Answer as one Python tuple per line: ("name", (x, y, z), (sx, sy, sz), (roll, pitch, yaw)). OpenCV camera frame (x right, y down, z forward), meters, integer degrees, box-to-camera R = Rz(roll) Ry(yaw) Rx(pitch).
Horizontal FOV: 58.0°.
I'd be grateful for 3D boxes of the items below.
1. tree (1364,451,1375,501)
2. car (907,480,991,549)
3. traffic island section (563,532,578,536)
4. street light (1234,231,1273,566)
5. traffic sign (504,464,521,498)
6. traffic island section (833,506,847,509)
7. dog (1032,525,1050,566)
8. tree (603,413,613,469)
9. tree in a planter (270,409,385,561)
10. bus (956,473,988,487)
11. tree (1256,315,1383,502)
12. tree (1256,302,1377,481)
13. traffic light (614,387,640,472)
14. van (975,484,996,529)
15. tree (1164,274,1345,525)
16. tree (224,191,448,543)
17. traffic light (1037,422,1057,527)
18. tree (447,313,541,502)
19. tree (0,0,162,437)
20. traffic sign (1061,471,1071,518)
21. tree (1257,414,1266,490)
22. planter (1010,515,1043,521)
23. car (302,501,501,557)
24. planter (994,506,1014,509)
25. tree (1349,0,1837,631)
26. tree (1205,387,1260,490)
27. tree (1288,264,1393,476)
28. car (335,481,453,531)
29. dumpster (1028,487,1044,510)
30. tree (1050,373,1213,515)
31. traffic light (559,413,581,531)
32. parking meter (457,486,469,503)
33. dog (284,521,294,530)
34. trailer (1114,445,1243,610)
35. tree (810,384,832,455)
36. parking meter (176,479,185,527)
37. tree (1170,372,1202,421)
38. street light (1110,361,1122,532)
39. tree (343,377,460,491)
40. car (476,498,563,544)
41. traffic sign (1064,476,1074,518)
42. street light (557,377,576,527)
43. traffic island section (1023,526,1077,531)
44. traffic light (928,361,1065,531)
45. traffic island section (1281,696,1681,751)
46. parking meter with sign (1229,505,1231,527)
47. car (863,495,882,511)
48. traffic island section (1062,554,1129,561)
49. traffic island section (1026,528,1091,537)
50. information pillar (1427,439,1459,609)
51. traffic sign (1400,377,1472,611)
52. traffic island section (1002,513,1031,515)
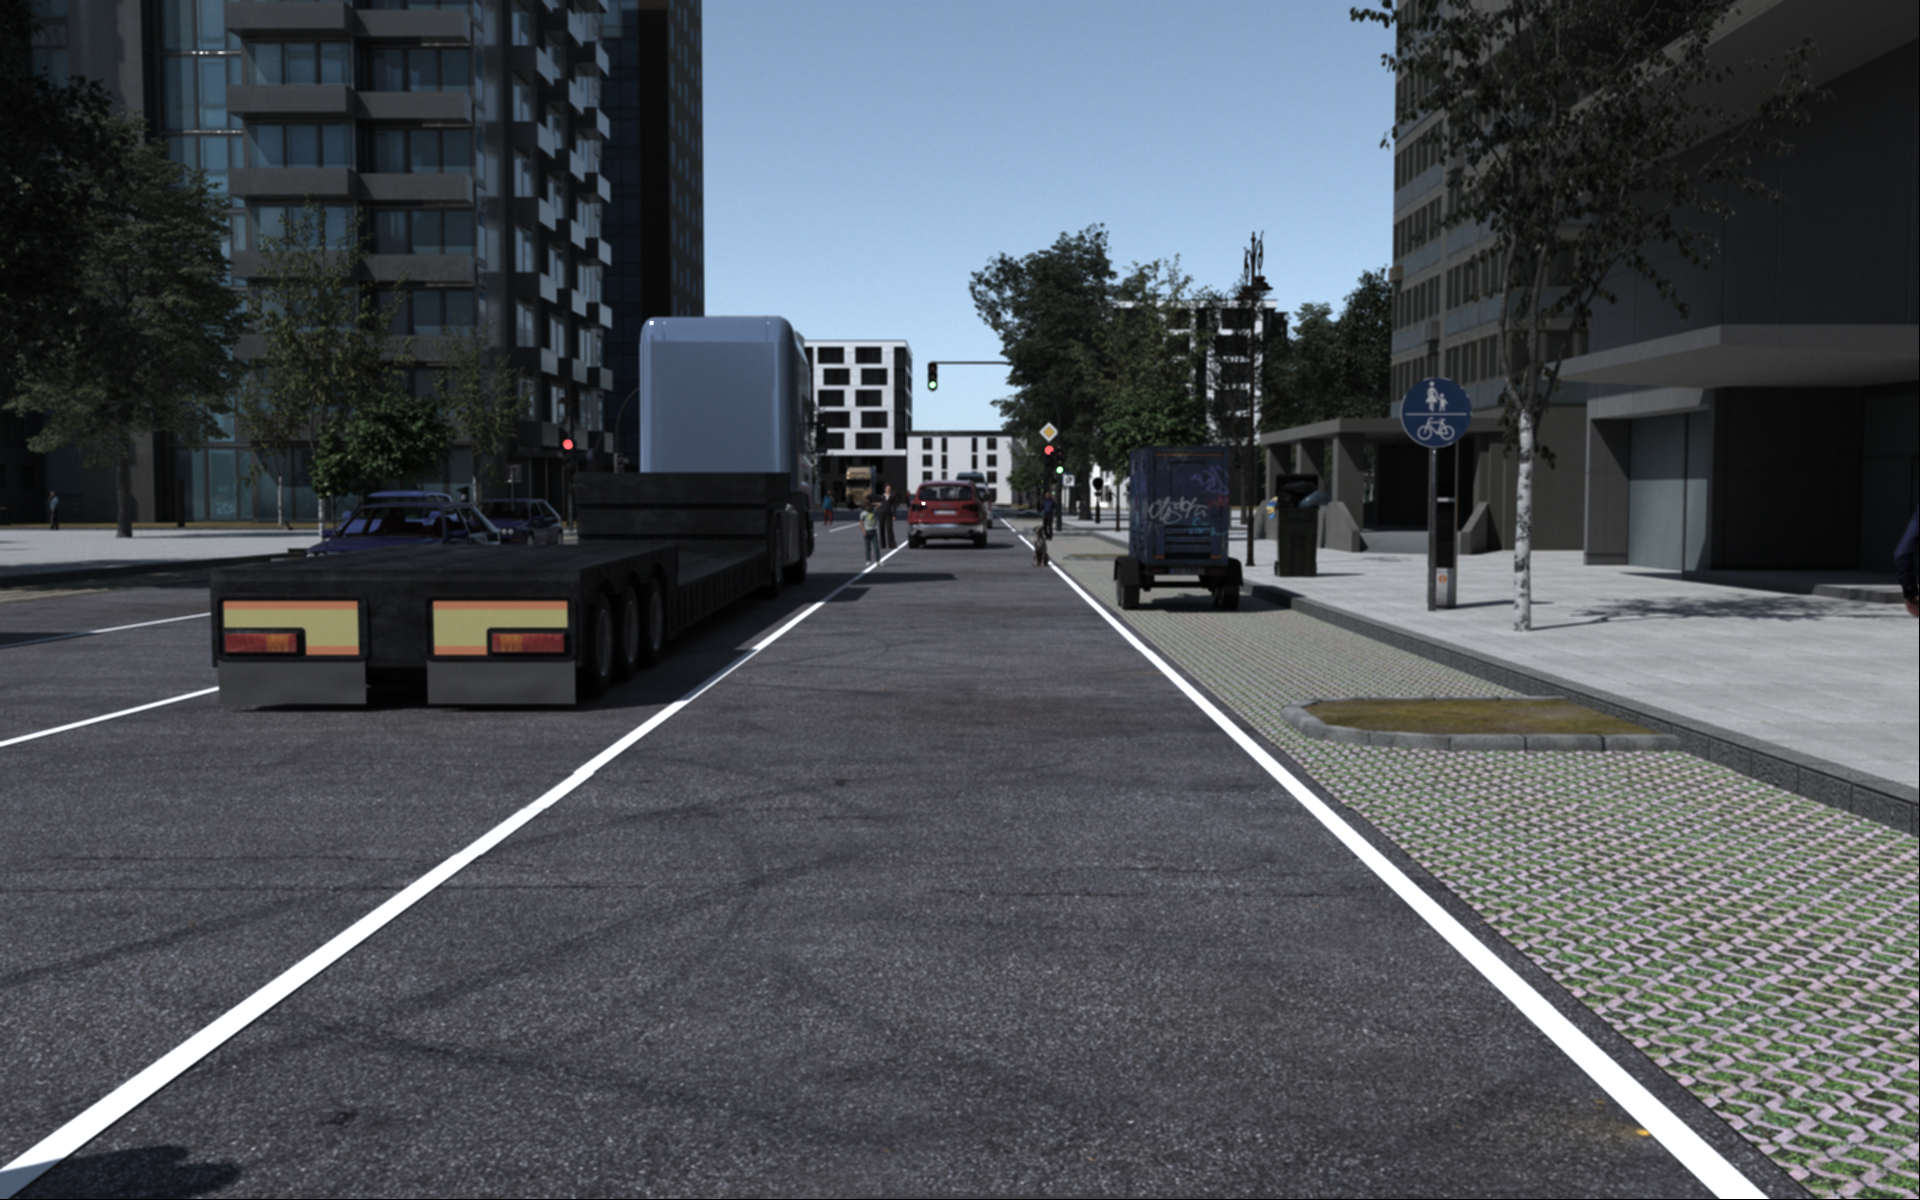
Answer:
("tree", (31.273, -11.108, 131.985), (4.737, 8.622, 4.395), (0, 3, 0))
("car", (-0.302, -2.346, 47.026), (2.281, 1.827, 5.304), (0, 4, 2))
("traffic island section", (-13.440, -2.293, 59.779), (2.009, 0.180, 2.903), (0, 4, 0))
("street light", (5.172, -3.541, 30.691), (0.468, 5.910, 1.993), (0, 4, 0))
("traffic sign", (-15.345, -3.503, 59.401), (0.606, 2.300, 0.079), (0, 4, 8))
("traffic island section", (-12.218, -8.972, 169.564), (1.991, 0.108, 1.994), (0, 4, 0))
("dog", (1.713, -1.083, 34.544), (0.800, 0.831, 0.513), (-3, 5, -39))
("tree", (-23.485, -9.599, 107.307), (4.360, 8.622, 3.978), (0, 3, 0))
("tree in a planter", (-13.307, -2.420, 36.795), (1.991, 3.239, 1.994), (0, 4, 0))
("bus", (1.010, -9.797, 155.048), (2.948, 3.499, 13.247), (0, 4, 1))
("tree", (25.369, -13.036, 119.797), (9.857, 13.997, 8.962), (0, 3, 0))
("tree", (21.284, -11.299, 102.870), (7.486, 12.596, 7.792), (0, 3, 0))
("traffic light", (-11.242, -5.687, 67.646), (4.771, 5.953, 1.251), (0, 4, 0))
("van", (0.499, -3.995, 72.338), (2.013, 2.044, 4.112), (0, 4, 0))
("tree", (12.067, -8.452, 72.609), (8.767, 10.594, 7.601), (1, 4, 23))
("tree", (-15.791, -5.685, 43.310), (4.737, 8.622, 4.395), (0, 3, 0))
("traffic light", (3.446, -4.807, 67.507), (0.839, 4.253, 0.868), (0, 4, 0))
("tree", (-19.750, -7.391, 71.206), (4.737, 8.622, 4.395), (0, 3, 0))
("tree", (-16.968, -6.668, 26.035), (9.611, 12.733, 9.660), (0, 3, 0))
("traffic sign", (5.751, -5.784, 94.682), (0.768, 2.556, 0.104), (0, 4, 6))
("tree", (25.195, -11.494, 138.297), (4.737, 8.622, 4.395), (0, 3, 0))
("planter", (3.684, -4.360, 92.420), (1.991, 0.319, 1.994), (0, 4, 0))
("car", (-7.461, -0.663, 23.427), (1.945, 1.354, 3.894), (0, 4, 1))
("planter", (4.325, -9.135, 170.503), (1.991, 0.319, 1.994), (0, 4, 0))
("tree", (5.518, -4.017, 16.038), (4.360, 8.622, 3.978), (0, 3, 0))
("tree", (17.173, -9.805, 110.679), (4.360, 8.622, 3.978), (0, 3, 0))
("tree", (21.278, -10.366, 86.492), (9.611, 12.733, 9.660), (0, 3, 0))
("car", (-10.739, -1.448, 33.262), (1.945, 1.707, 3.694), (0, 4, 2))
("dumpster", (6.211, -8.297, 141.416), (1.264, 1.857, 1.865), (0, 4, 0))
("tree", (5.433, -3.899, 47.466), (4.285, 4.588, 4.351), (0, 3, 0))
("traffic light", (-13.400, -4.326, 59.644), (0.839, 4.253, 0.868), (0, 4, 0))
("parking meter", (-15.267, -2.741, 53.221), (0.372, 1.533, 0.369), (0, 3, 0))
("dog", (-25.456, -2.795, 65.895), (0.748, 0.427, 0.550), (-3, 4, -38))
("trailer", (2.719, -0.935, 22.333), (1.471, 1.999, 3.904), (0, 4, 1))
("tree", (-14.937, -13.718, 134.661), (12.009, 13.543, 11.850), (0, 3, 0))
("parking meter", (-30.330, -3.773, 67.392), (0.255, 1.863, 0.399), (-2, 4, -24))
("tree", (15.340, -13.372, 136.761), (7.486, 12.596, 7.792), (0, 3, 0))
("street light", (5.407, -5.282, 59.142), (0.468, 5.910, 1.993), (0, 4, 0))
("tree", (-15.660, -3.957, 48.407), (4.285, 4.588, 4.351), (0, 3, 0))
("car", (-10.121, -1.599, 38.724), (1.945, 1.354, 3.894), (0, 4, 2))
("traffic sign", (5.916, -5.630, 94.176), (0.606, 2.300, 0.079), (0, 4, 6))
("street light", (-15.463, -5.833, 68.158), (0.468, 5.910, 1.993), (0, 4, 0))
("traffic island section", (3.486, -2.773, 67.621), (2.009, 0.180, 2.903), (0, 4, 0))
("traffic light", (1.288, -5.182, 59.398), (4.771, 5.953, 1.251), (0, 4, 0))
("traffic island section", (3.020, 0.751, 10.581), (1.991, 0.108, 1.994), (0, 4, 0))
("parking meter with sign", (9.653, -4.337, 67.164), (1.738, 3.016, 0.543), (2, 4, 27))
("car", (-6.761, -7.588, 136.651), (1.945, 1.354, 3.894), (0, 4, 0))
("traffic island section", (3.243, -0.924, 37.967), (1.991, 0.108, 1.994), (0, 4, 0))
("traffic island section", (3.420, -2.285, 59.636), (2.009, 0.180, 2.903), (0, 4, 0))
("information pillar", (5.416, -0.913, 19.424), (0.304, 2.012, 0.304), (1, 4, 12))
("traffic sign", (5.186, -1.153, 18.952), (0.768, 2.556, 0.104), (0, 4, 4))
("traffic island section", (3.905, -5.945, 120.073), (1.991, 0.108, 1.994), (0, 4, 0))
